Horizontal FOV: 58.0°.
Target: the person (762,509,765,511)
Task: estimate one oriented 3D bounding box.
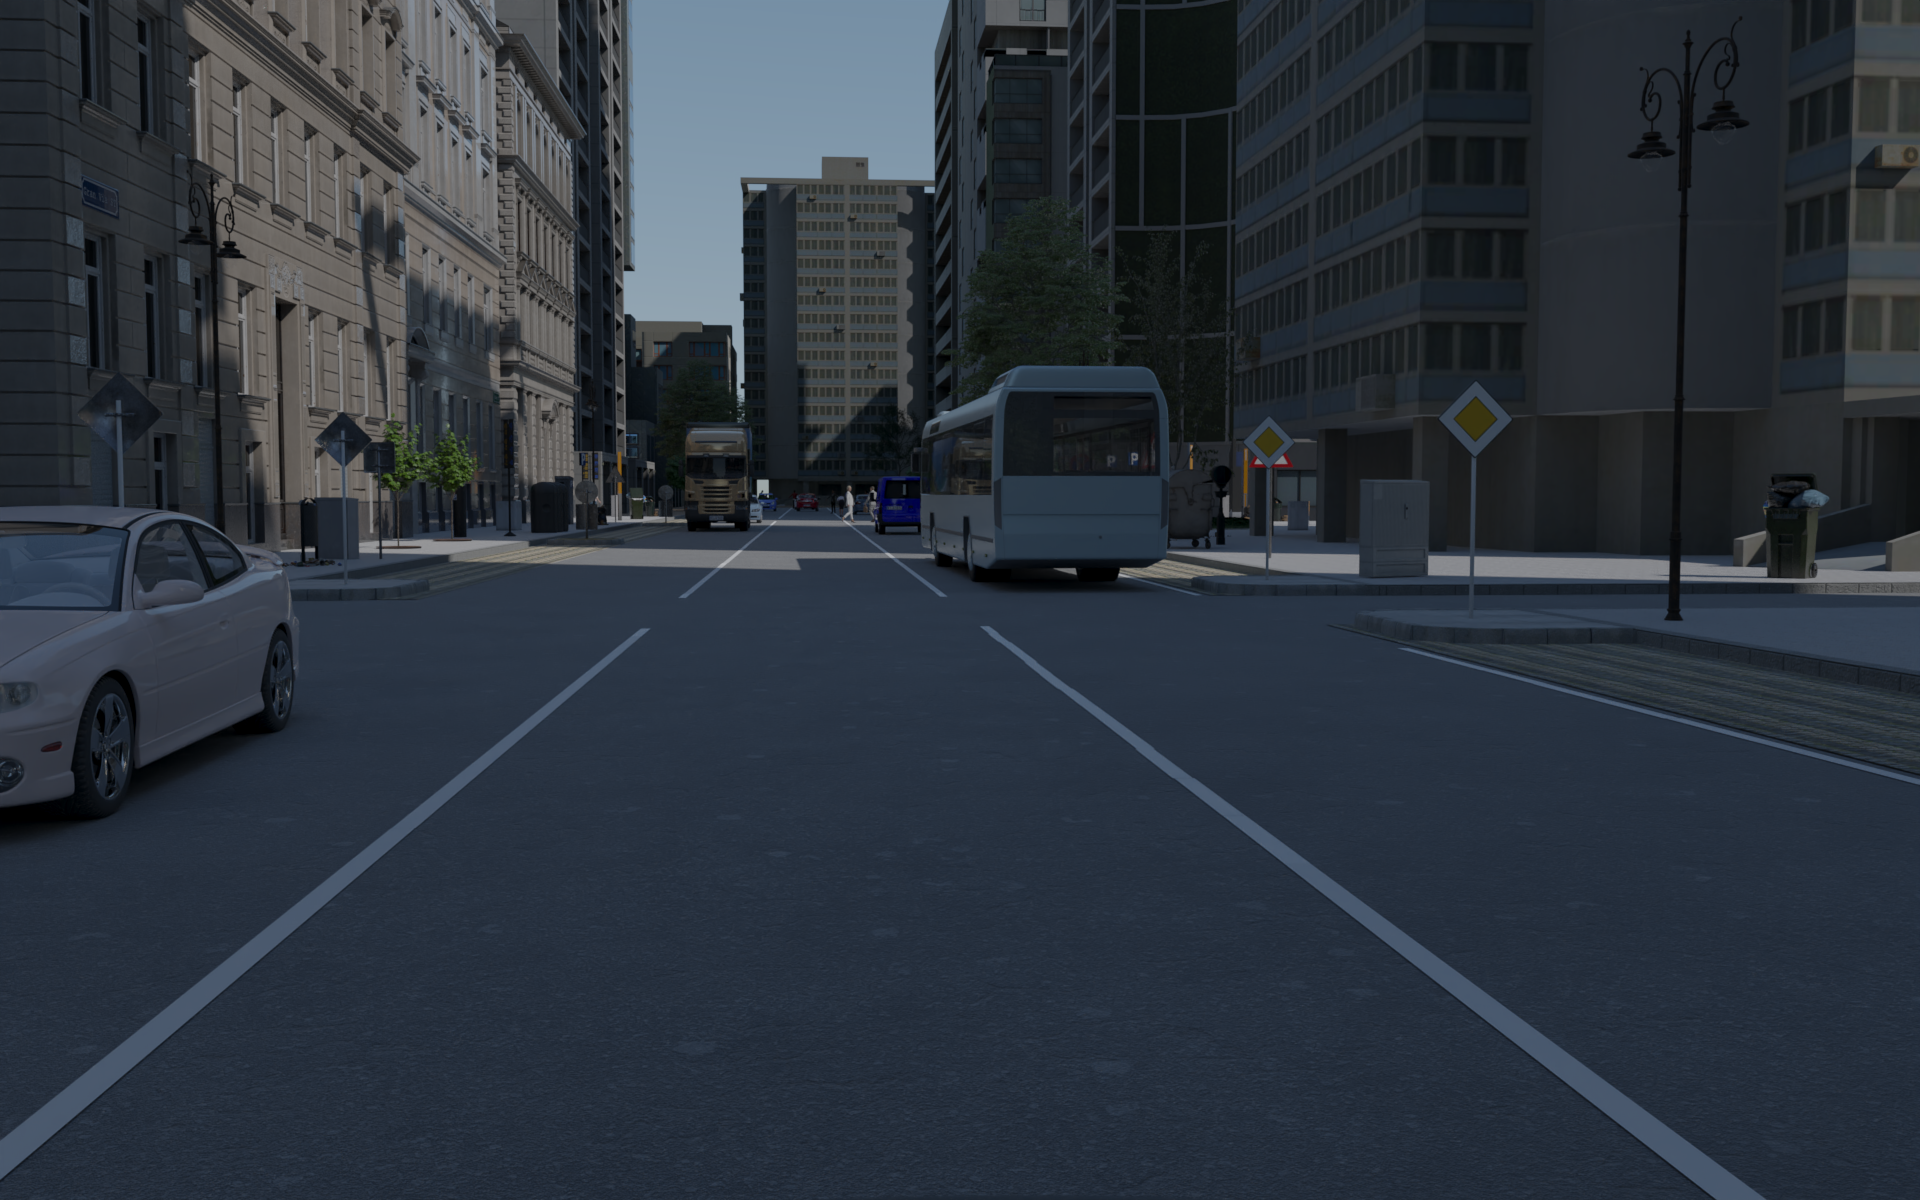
[{"bbox_3d":[-16.947,-8.452,149.928,0.697,1.427,0.421,2,4,31],"label":"person"}]

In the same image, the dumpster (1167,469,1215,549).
[{"bbox_3d":[5.256,-2.154,40.972,1.264,1.857,1.865,0,4,-5],"label":"dumpster"}]

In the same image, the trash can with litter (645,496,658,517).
[{"bbox_3d":[-17.506,-5.299,98.032,0.624,1.170,1.055,1,4,15],"label":"trash can with litter"}]

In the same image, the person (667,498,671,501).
[{"bbox_3d":[-20.973,-7.216,123.886,0.599,1.838,0.709,-1,4,-11],"label":"person"}]

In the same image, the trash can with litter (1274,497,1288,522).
[{"bbox_3d":[14.897,-4.254,80.938,1.055,1.170,0.624,-2,4,-32],"label":"trash can with litter"}]

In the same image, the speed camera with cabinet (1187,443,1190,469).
[{"bbox_3d":[9.000,-4.473,67.471,0.660,3.252,2.038,2,4,31],"label":"speed camera with cabinet"}]

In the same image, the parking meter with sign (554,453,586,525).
[{"bbox_3d":[-16.692,-4.694,73.014,1.738,3.016,0.543,1,4,9],"label":"parking meter with sign"}]

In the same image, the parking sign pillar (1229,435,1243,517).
[{"bbox_3d":[12.697,-5.593,79.912,1.447,3.967,1.447,0,4,1],"label":"parking sign pillar"}]

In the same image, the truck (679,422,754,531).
[{"bbox_3d":[-9.694,-4.960,70.016,2.839,4.237,11.283,0,4,-6],"label":"truck"}]

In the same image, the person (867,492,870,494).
[{"bbox_3d":[-7.587,-8.191,143.885,0.415,1.643,0.593,-1,4,-22],"label":"person"}]

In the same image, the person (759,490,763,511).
[{"bbox_3d":[-16.960,-8.510,148.091,0.683,1.767,0.568,2,4,30],"label":"person"}]

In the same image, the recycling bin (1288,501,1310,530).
[{"bbox_3d":[12.041,-2.999,61.587,0.722,1.027,0.722,1,4,15],"label":"recycling bin"}]

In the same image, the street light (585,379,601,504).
[{"bbox_3d":[-14.719,-5.917,69.531,0.468,5.910,1.993,0,4,-5],"label":"street light"}]

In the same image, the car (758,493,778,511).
[{"bbox_3d":[-16.118,-8.222,144.024,1.945,1.707,3.694,0,4,-5],"label":"car"}]

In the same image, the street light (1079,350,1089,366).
[{"bbox_3d":[3.974,-5.077,55.802,0.468,5.910,1.993,0,4,-5],"label":"street light"}]

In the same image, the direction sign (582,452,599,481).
[{"bbox_3d":[-20.115,-6.254,94.251,0.876,3.537,0.379,0,4,-8],"label":"direction sign"}]

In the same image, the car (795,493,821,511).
[{"bbox_3d":[-12.679,-8.264,144.152,2.155,1.783,4.494,0,4,-3],"label":"car"}]

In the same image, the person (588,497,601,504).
[{"bbox_3d":[-18.017,-4.798,85.156,0.731,1.740,0.598,0,4,2],"label":"person"}]

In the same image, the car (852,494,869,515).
[{"bbox_3d":[-6.636,-6.670,121.049,2.014,1.417,4.499,0,4,-6],"label":"car"}]

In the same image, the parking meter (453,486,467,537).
[{"bbox_3d":[-14.850,-2.630,51.414,0.372,1.533,0.369,0,3,0],"label":"parking meter"}]

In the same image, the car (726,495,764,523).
[{"bbox_3d":[-10.766,-4.553,86.440,2.014,1.417,4.499,0,4,-6],"label":"car"}]

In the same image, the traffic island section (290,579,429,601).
[{"bbox_3d":[-8.772,-0.145,24.644,2.009,0.180,2.903,0,4,-5],"label":"traffic island section"}]

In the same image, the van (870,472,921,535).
[{"bbox_3d":[-2.103,-3.576,62.856,2.240,2.365,5.245,0,4,-5],"label":"van"}]

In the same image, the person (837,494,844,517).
[{"bbox_3d":[-7.408,-5.910,108.313,0.628,1.438,0.799,-3,4,-36],"label":"person"}]

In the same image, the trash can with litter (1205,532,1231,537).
[{"bbox_3d":[7.022,-2.489,51.754,2.233,1.210,1.678,0,4,2],"label":"trash can with litter"}]

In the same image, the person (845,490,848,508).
[{"bbox_3d":[-11.451,-10.286,176.541,0.709,1.838,0.599,0,4,-1],"label":"person"}]

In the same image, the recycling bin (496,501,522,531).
[{"bbox_3d":[-15.951,-2.977,61.236,0.722,1.027,0.722,0,4,4],"label":"recycling bin"}]

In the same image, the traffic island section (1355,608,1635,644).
[{"bbox_3d":[5.313,0.271,17.849,2.009,0.180,2.903,0,4,-5],"label":"traffic island section"}]

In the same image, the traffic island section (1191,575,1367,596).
[{"bbox_3d":[4.619,-0.215,25.804,2.009,0.180,2.903,0,4,-5],"label":"traffic island section"}]

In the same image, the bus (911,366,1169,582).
[{"bbox_3d":[1.030,-2.242,31.513,2.948,3.499,13.247,0,4,-6],"label":"bus"}]

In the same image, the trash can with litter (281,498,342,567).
[{"bbox_3d":[-11.878,-1.211,30.856,1.678,1.210,2.233,0,4,6],"label":"trash can with litter"}]

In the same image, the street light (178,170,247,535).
[{"bbox_3d":[-10.790,-3.202,25.147,0.468,5.910,1.993,0,4,-5],"label":"street light"}]

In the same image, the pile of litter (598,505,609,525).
[{"bbox_3d":[-15.075,-3.525,71.606,1.176,0.858,1.719,0,4,0],"label":"pile of litter"}]

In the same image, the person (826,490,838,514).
[{"bbox_3d":[-9.377,-7.235,127.506,1.217,1.735,0.721,2,4,33],"label":"person"}]

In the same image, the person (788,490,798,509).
[{"bbox_3d":[-16.227,-9.884,170.044,1.348,1.831,0.705,0,4,5],"label":"person"}]

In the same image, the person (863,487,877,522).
[{"bbox_3d":[-4.472,-4.849,87.900,0.853,1.813,0.709,3,5,44],"label":"person"}]

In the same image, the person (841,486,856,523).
[{"bbox_3d":[-5.570,-4.766,86.297,0.818,1.842,0.514,-1,4,-20],"label":"person"}]

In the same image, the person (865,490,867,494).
[{"bbox_3d":[-8.036,-8.442,147.211,1.217,1.739,0.721,2,4,34],"label":"person"}]

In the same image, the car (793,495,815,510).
[{"bbox_3d":[-14.313,-8.993,159.392,2.083,1.381,4.827,0,4,-5],"label":"car"}]

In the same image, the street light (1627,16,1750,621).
[{"bbox_3d":[7.251,-2.730,17.420,0.468,5.910,1.993,0,4,-5],"label":"street light"}]

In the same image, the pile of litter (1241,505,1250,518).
[{"bbox_3d":[12.021,-3.620,73.147,1.176,0.858,1.719,-1,4,-14],"label":"pile of litter"}]

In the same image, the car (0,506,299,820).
[{"bbox_3d":[-4.853,0.204,9.028,2.083,1.381,4.827,0,4,-7],"label":"car"}]
